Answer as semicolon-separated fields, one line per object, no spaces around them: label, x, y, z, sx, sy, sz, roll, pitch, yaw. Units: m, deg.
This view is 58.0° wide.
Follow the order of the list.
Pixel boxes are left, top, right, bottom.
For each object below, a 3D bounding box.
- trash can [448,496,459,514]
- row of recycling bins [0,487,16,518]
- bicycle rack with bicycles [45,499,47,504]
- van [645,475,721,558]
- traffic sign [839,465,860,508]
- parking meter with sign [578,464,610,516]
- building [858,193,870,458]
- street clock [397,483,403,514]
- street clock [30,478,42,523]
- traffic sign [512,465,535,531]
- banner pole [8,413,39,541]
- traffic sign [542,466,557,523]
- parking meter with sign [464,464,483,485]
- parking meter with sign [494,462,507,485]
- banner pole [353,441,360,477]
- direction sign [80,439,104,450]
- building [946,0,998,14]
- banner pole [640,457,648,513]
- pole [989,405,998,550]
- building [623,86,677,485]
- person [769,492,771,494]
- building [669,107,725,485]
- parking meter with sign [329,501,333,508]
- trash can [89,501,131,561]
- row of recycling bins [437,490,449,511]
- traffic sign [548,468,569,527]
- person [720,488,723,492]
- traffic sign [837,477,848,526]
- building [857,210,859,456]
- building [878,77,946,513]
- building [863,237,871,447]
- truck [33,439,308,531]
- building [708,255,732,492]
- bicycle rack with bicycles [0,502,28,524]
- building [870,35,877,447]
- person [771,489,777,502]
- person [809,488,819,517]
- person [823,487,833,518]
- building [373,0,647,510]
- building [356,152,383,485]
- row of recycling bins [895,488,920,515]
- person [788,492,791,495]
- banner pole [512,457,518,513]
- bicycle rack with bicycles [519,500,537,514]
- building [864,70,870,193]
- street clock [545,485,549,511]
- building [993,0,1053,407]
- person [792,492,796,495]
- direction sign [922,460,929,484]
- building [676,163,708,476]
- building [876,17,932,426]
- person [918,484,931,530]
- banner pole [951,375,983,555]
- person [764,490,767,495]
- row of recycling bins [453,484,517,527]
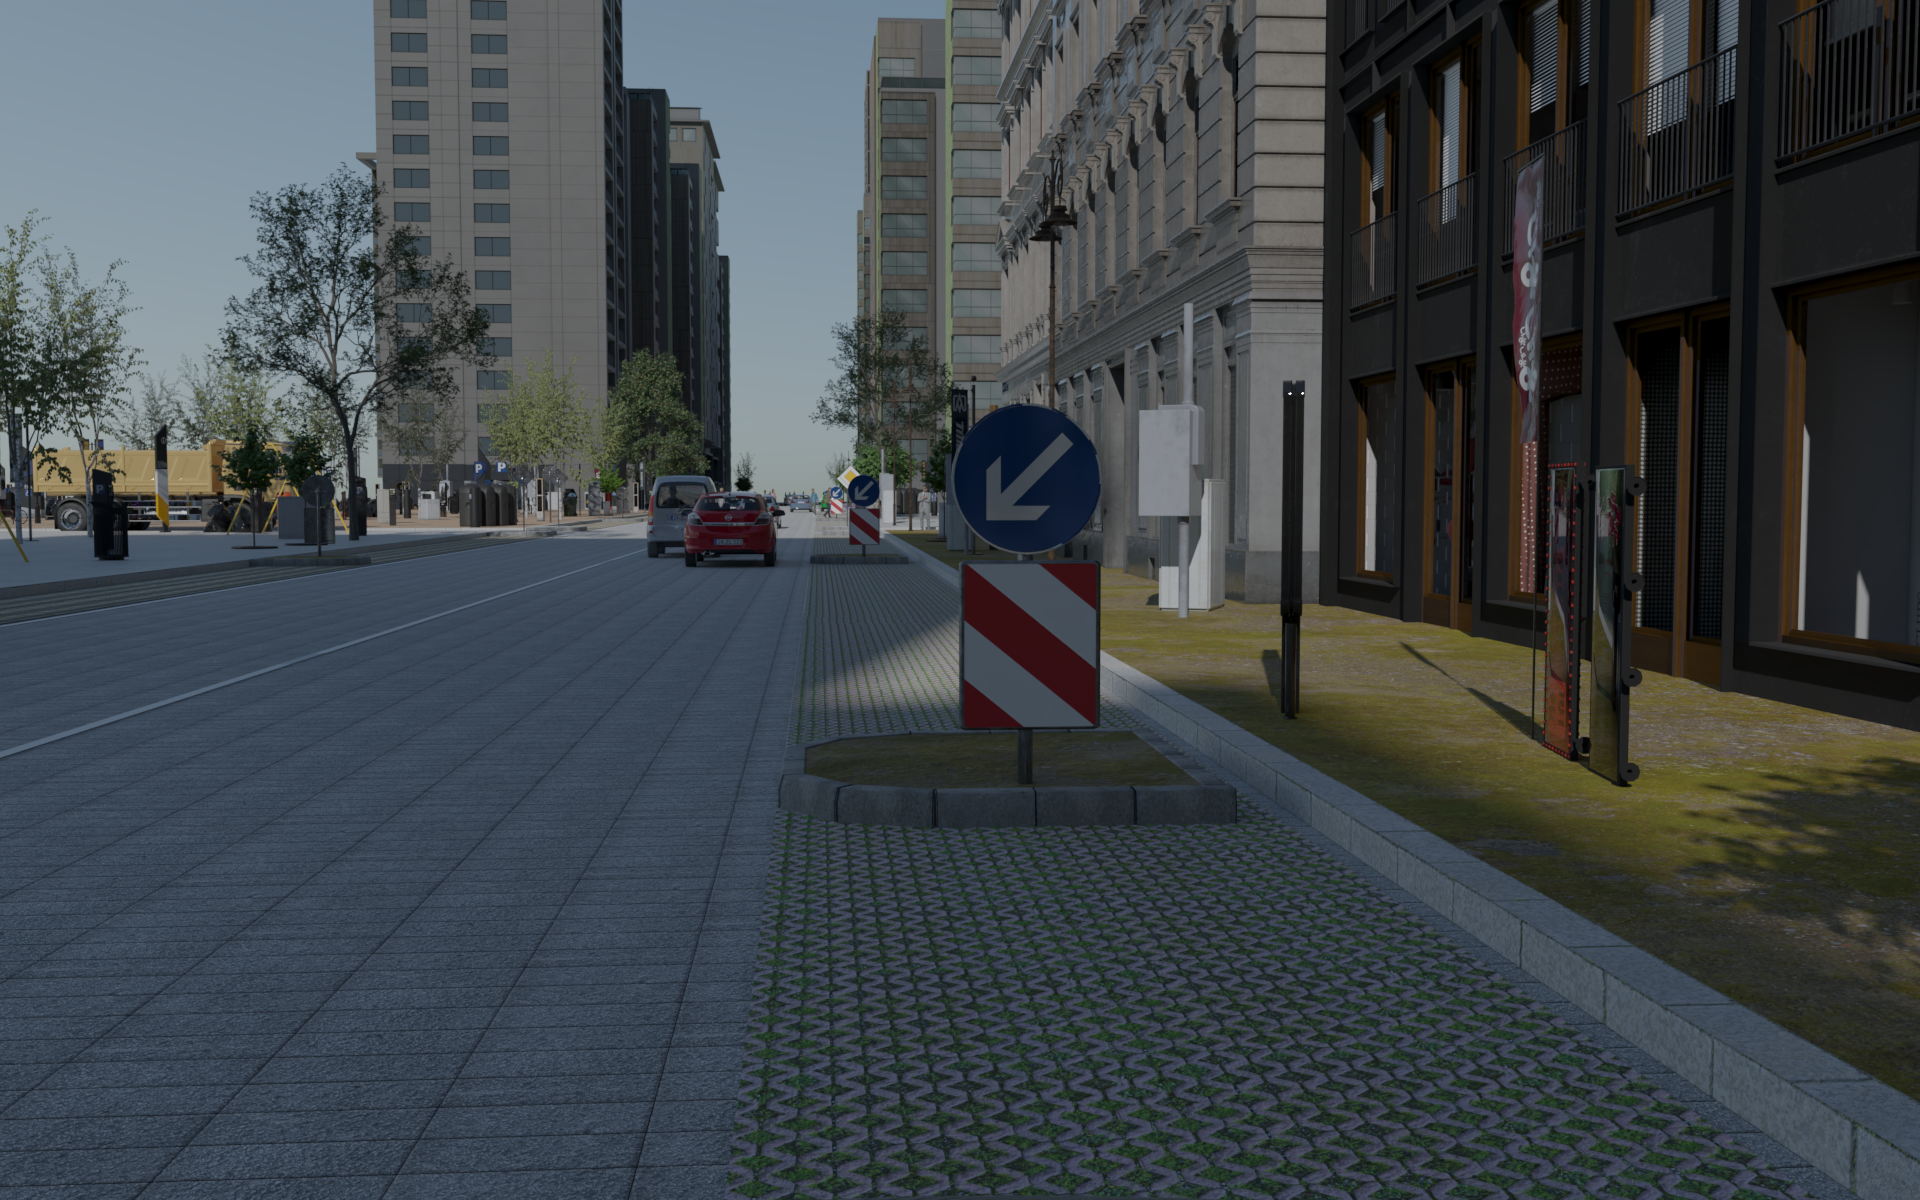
trash can;-32.482;-6.092;111.259;0.748;1.137;0.748;0;3;0
row of recycling bins;-52.315;-5.391;95.256;1.069;1.692;3.534;1;4;13
bicycle rack with bicycles;-62.885;-6.472;119.192;2.852;0.926;2.925;-3;4;-39
van;-6.381;-2.044;40.428;2.013;2.044;4.112;0;4;-6
traffic sign;-3.816;-3.479;60.530;0.795;2.450;0.064;0;4;-5
parking meter with sign;-21.127;-6.349;100.070;1.738;3.016;0.543;-1;4;-16
building;-6.263;-33.881;237.551;14.154;41.232;14.086;0;4;-5
street clock;-35.174;-6.384;108.948;0.471;2.002;0.358;-1;4;-15
street clock;-40.290;-4.345;75.618;0.358;2.002;0.471;3;4;39
traffic sign;-15.025;-3.425;59.642;0.795;2.450;0.064;0;4;-5
banner pole;-25.578;-3.498;47.205;0.863;3.779;0.401;1;4;15
traffic sign;-18.364;-4.740;77.610;0.768;2.556;0.104;0;4;3
parking meter with sign;-28.197;-6.335;99.842;1.738;3.016;0.543;3;5;43
parking meter with sign;-25.304;-6.047;95.128;0.543;3.016;1.738;-2;4;-24
banner pole;-28.493;-5.619;81.880;0.401;3.779;0.863;0;4;4
direction sign;-35.623;-4.842;71.166;0.876;3.537;0.379;-2;4;-31
building;6.027;-25.596;102.082;14.154;41.232;14.086;0;4;-5
banner pole;-21.598;-7.827;117.994;0.401;3.779;0.863;-3;5;-40
pole;0.775;-2.807;39.742;0.158;3.312;0.155;0;3;0
building;-35.811;-29.702;169.227;14.154;41.232;14.086;0;4;-5
person;-27.748;-14.947;253.019;1.348;1.807;0.705;0;4;7
building;-47.995;-39.748;239.123;28.713;52.752;27.495;0;4;-5
parking meter with sign;-40.069;-6.941;109.749;0.543;3.016;1.738;0;4;-6
trash can;-16.464;-1.341;33.578;0.748;1.137;0.748;0;3;0
row of recycling bins;-40.106;-7.894;136.186;1.069;1.692;3.534;0;4;6
traffic sign;-15.672;-3.912;67.601;0.795;2.450;0.064;0;4;-5
person;-13.561;-5.466;98.219;0.624;1.780;0.694;-1;4;-22
traffic sign;-4.463;-3.966;68.489;0.795;2.450;0.064;0;4;-5
building;-7.937;-34.736;251.521;14.154;41.232;14.086;0;4;-5
building;1.143;-21.556;124.142;14.160;30.474;14.107;0;4;-5
building;-3.975;-25.982;196.502;14.160;30.474;14.107;0;4;-5
truck;-27.729;-4.059;62.285;9.791;3.379;3.469;0;4;-4
building;-45.538;-36.968;288.027;14.154;41.232;14.086;0;4;-5
bicycle rack with bicycles;-41.259;-3.634;72.794;2.925;0.926;2.852;1;4;9
building;-1.586;-31.666;167.848;14.600;45.320;14.200;0;4;-5
person;-13.809;-7.325;128.275;0.388;1.821;0.555;2;4;31
person;-9.174;-6.119;108.889;0.444;1.785;0.601;-3;5;-44
person;-7.876;-5.831;103.746;0.656;1.842;0.836;3;5;39
building;-37.868;-43.571;150.640;20.563;71.187;20.611;0;4;-5
building;-45.876;-30.341;187.949;32.217;40.220;23.993;0;4;-5
row of recycling bins;-3.482;-6.290;109.960;1.069;1.692;3.534;2;4;24
person;-22.907;-13.669;232.899;0.541;1.710;0.530;1;4;11
banner pole;-29.624;-7.666;115.349;0.401;3.779;0.863;1;4;16
bicycle rack with bicycles;-27.582;-5.855;109.113;2.852;0.926;2.925;-2;4;-24
building;-7.784;-52.226;292.138;20.563;71.187;20.611;0;4;-5
street clock;-32.110;-7.943;134.445;0.358;2.002;0.471;2;4;30
building;7.211;-12.988;48.516;11.583;22.565;21.152;0;4;-5
person;-25.799;-15.984;269.865;1.348;1.821;0.705;-2;4;-29
direction sign;-2.250;-7.583;115.983;0.876;3.537;0.379;3;5;43
building;-38.306;-32.049;207.598;14.154;41.232;14.086;0;4;-5
building;-0.423;-28.731;153.345;14.154;41.232;14.086;0;4;-5
person;-1.353;-3.489;65.724;0.511;1.800;0.466;0;3;0
banner pole;0.114;-2.842;36.481;0.863;3.779;0.401;-3;5;-41
person;-18.997;-9.781;168.425;0.705;1.824;1.348;-2;4;-26
row of recycling bins;-18.851;-3.812;69.445;1.069;1.692;3.534;1;4;16
